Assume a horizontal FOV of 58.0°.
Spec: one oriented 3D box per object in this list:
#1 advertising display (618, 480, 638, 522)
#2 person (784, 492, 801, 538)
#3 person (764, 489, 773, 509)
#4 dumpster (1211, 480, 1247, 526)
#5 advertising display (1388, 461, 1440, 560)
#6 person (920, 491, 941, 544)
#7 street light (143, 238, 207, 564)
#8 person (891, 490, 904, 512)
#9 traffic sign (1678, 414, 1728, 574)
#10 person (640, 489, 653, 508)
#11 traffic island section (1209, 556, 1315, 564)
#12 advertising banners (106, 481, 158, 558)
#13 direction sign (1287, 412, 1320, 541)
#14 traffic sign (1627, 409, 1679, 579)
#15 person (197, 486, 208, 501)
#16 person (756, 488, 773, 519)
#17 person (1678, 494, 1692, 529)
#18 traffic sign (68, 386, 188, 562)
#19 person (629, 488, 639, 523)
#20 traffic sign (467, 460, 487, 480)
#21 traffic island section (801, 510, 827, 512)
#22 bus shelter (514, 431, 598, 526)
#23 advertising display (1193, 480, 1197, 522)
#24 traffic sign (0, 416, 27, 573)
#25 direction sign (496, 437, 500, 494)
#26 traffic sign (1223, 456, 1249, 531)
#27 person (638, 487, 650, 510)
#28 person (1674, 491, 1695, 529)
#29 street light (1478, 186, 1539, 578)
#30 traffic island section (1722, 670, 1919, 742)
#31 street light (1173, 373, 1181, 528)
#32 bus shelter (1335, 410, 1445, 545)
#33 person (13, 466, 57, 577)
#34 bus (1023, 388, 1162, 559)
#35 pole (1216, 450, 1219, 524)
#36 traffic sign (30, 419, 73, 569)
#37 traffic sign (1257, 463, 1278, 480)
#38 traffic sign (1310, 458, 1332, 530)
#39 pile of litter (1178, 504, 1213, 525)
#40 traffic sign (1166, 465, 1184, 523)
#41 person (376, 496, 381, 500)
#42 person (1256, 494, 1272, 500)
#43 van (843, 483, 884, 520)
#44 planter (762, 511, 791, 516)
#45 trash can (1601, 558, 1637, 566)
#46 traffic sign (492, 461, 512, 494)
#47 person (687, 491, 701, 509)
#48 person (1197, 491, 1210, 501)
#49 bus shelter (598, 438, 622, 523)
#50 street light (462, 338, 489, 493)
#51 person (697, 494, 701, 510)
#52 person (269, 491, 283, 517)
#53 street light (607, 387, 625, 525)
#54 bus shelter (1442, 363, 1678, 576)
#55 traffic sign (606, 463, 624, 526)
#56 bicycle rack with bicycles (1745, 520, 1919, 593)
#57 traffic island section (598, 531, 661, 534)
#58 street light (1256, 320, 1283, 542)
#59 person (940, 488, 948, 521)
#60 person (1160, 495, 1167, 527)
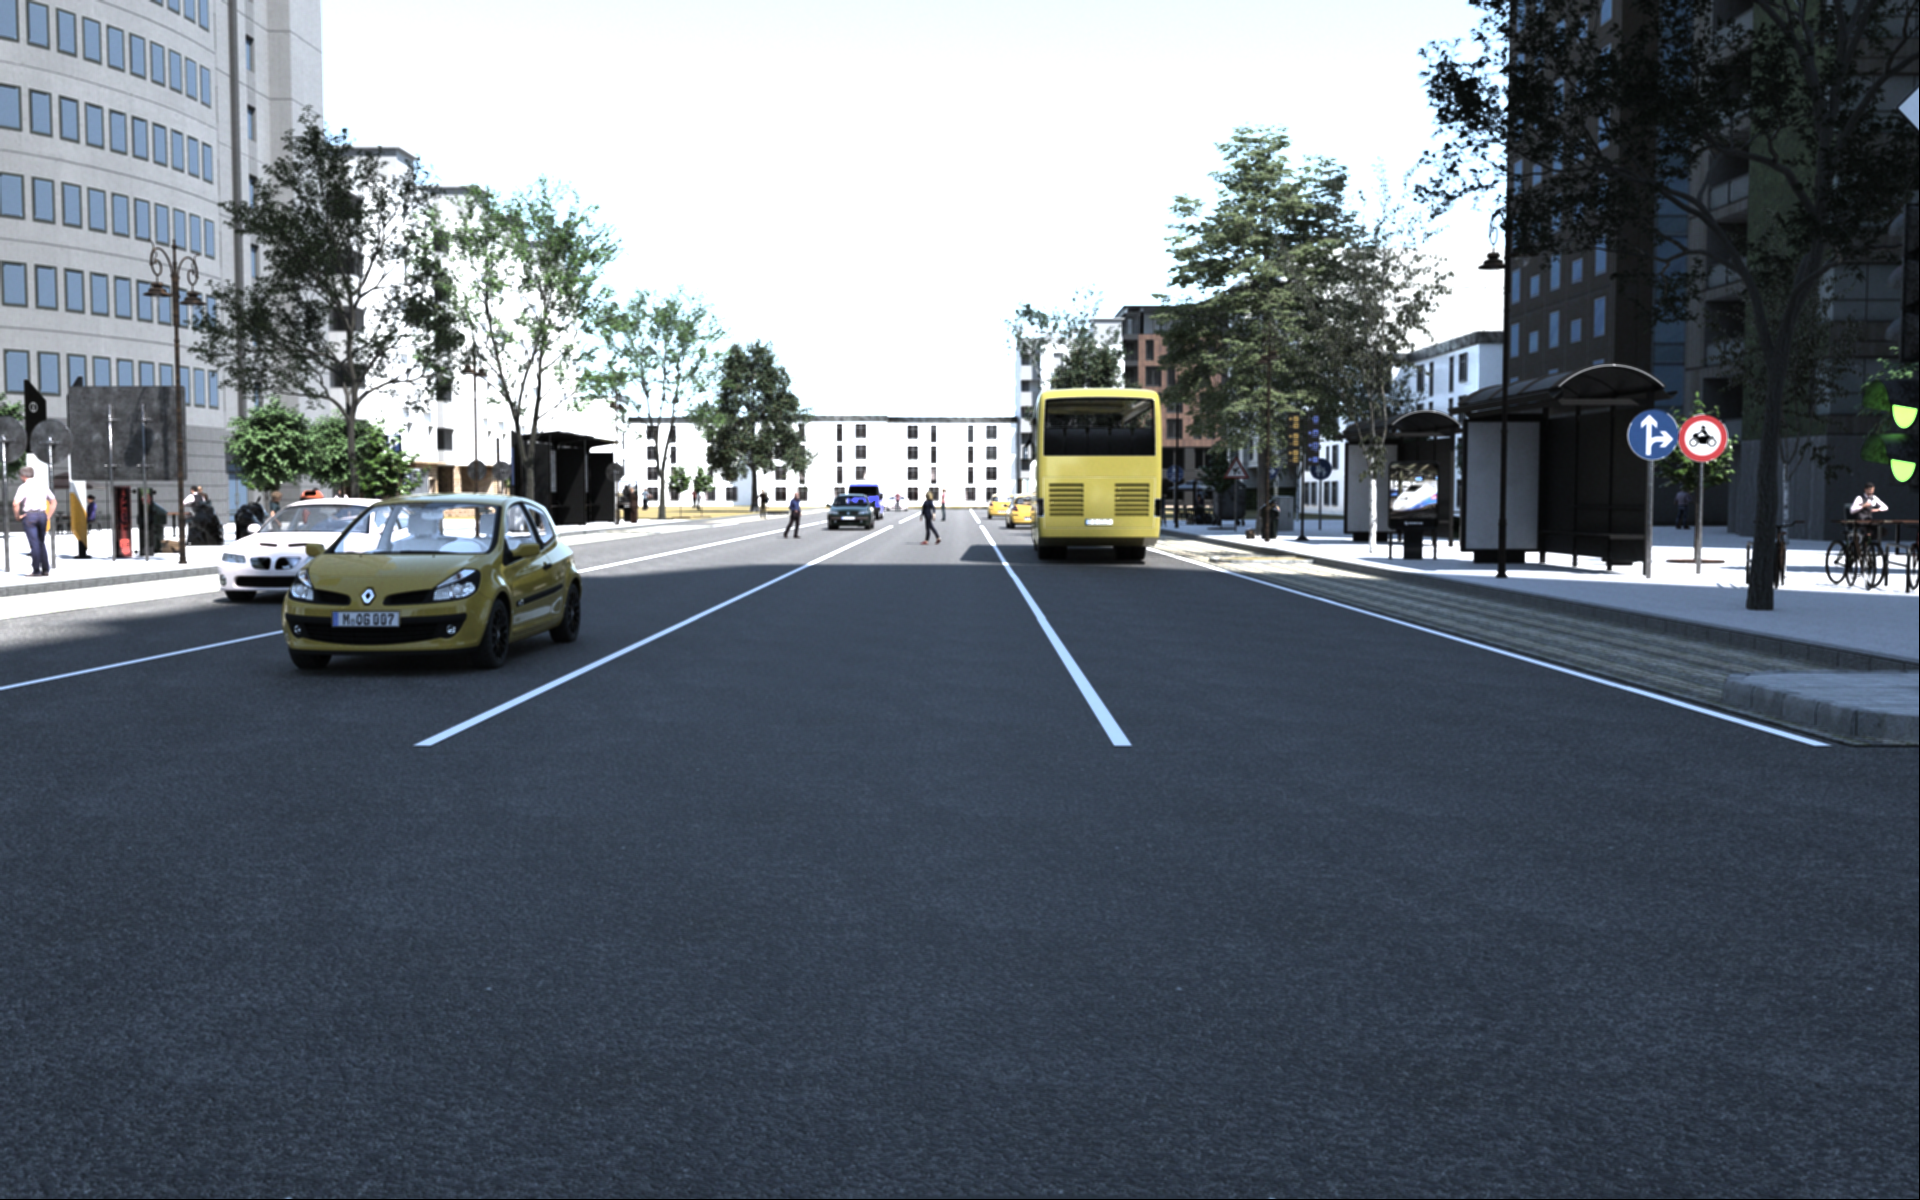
[{"bbox_3d":[-15.301,-4.560,79.774,0.974,1.923,0.123,1,4,8],"label":"advertising display"},{"bbox_3d":[-5.398,-2.769,56.473,0.574,1.496,0.600,-2,4,-25],"label":"person"},{"bbox_3d":[-16.996,-8.890,152.190,1.217,1.735,0.721,0,4,7],"label":"person"},{"bbox_3d":[10.924,-3.946,70.277,1.264,1.857,1.865,0,4,0],"label":"dumpster"},{"bbox_3d":[8.893,-1.758,33.963,0.974,1.923,0.123,1,4,12],"label":"advertising display"},{"bbox_3d":[-0.845,-2.353,49.514,0.480,1.512,0.613,3,5,45],"label":"person"},{"bbox_3d":[-14.247,-3.595,31.574,0.468,5.910,1.993,0,3,0],"label":"street light"},{"bbox_3d":[-5.107,-8.133,142.189,1.217,1.743,0.721,0,4,0],"label":"person"},{"bbox_3d":[11.805,-1.682,27.614,0.768,2.556,0.104,0,4,6],"label":"traffic sign"},{"bbox_3d":[-28.162,-9.101,155.552,1.217,1.736,0.721,-2,4,-26],"label":"person"},{"bbox_3d":[6.272,-0.827,36.389,1.991,0.108,1.994,0,3,0],"label":"traffic island section"},{"bbox_3d":[-16.899,-2.372,34.965,0.090,3.025,2.074,1,4,9],"label":"advertising banners"},{"bbox_3d":[9.456,-3.410,47.758,0.876,3.537,0.379,0,4,2],"label":"direction sign"},{"bbox_3d":[10.403,-1.589,26.093,0.768,2.556,0.104,0,4,1],"label":"traffic sign"},{"bbox_3d":[-26.534,-3.195,60.551,0.482,1.546,0.388,0,4,-8],"label":"person"},{"bbox_3d":[-11.398,-5.604,100.647,1.217,1.766,0.721,2,4,30],"label":"person"},{"bbox_3d":[26.719,-3.410,63.858,0.516,1.574,0.319,-1,4,-8],"label":"person"},{"bbox_3d":[-15.704,-2.374,32.695,2.265,3.308,0.079,0,4,3],"label":"traffic sign"},{"bbox_3d":[-14.307,-4.136,75.940,0.388,1.546,0.482,-2,4,-34],"label":"person"},{"bbox_3d":[-18.065,-3.955,64.764,0.768,2.556,0.104,1,4,9],"label":"traffic sign"},{"bbox_3d":[-11.887,-7.219,140.901,1.991,0.108,1.994,0,3,0],"label":"traffic island section"},{"bbox_3d":[-15.699,-4.649,67.294,1.731,3.624,6.357,0,3,0],"label":"bus shelter"},{"bbox_3d":[10.770,-4.532,79.315,0.123,1.923,0.974,1,4,12],"label":"advertising display"},{"bbox_3d":[-15.504,-1.713,28.117,0.768,2.556,0.104,0,4,5],"label":"traffic sign"},{"bbox_3d":[-18.512,-4.740,69.493,0.379,3.537,0.876,-1,4,-8],"label":"direction sign"},{"bbox_3d":[9.470,-3.638,59.479,0.884,2.594,0.081,0,4,1],"label":"traffic sign"},{"bbox_3d":[-25.154,-8.074,138.046,1.348,1.826,0.705,2,4,31],"label":"person"},{"bbox_3d":[26.311,-3.363,62.982,0.435,1.587,0.963,-3,4,-38],"label":"person"},{"bbox_3d":[8.313,-3.279,26.406,0.468,5.910,1.993,0,3,0],"label":"street light"},{"bbox_3d":[6.268,0.684,11.106,2.009,0.180,2.903,0,3,0],"label":"traffic island section"},{"bbox_3d":[8.280,-5.701,66.000,0.468,5.910,1.993,0,3,0],"label":"street light"},{"bbox_3d":[11.199,-3.086,44.373,2.014,3.302,5.546,0,3,0],"label":"bus shelter"},{"bbox_3d":[-14.316,-1.206,26.701,0.436,1.711,0.756,2,4,29],"label":"person"},{"bbox_3d":[2.970,-3.014,40.820,2.896,3.916,12.252,0,4,2],"label":"bus"},{"bbox_3d":[11.084,-4.920,74.291,0.158,3.312,0.155,0,3,0],"label":"pole"},{"bbox_3d":[-15.442,-1.794,29.435,0.768,2.556,0.104,0,4,5],"label":"traffic sign"},{"bbox_3d":[11.187,-3.849,63.031,0.768,2.556,0.104,0,4,7],"label":"traffic sign"},{"bbox_3d":[12.858,-3.773,61.788,0.768,2.556,0.104,0,4,4],"label":"traffic sign"},{"bbox_3d":[10.034,-3.612,73.020,1.719,0.858,1.176,1,4,15],"label":"pile of litter"},{"bbox_3d":[9.455,-4.656,76.225,0.768,2.556,0.104,0,4,7],"label":"traffic sign"},{"bbox_3d":[-19.896,-3.207,58.920,0.683,1.767,0.568,1,4,15],"label":"person"},{"bbox_3d":[18.698,-6.080,106.164,1.217,1.736,0.721,-1,4,-20],"label":"person"},{"bbox_3d":[-5.367,-5.714,97.804,2.240,2.365,5.245,0,4,0],"label":"van"},{"bbox_3d":[-11.907,-5.656,113.612,1.991,0.319,1.994,0,3,0],"label":"planter"},{"bbox_3d":[11.905,-1.197,31.229,0.748,1.137,0.748,0,3,0],"label":"trash can"},{"bbox_3d":[-17.654,-4.076,66.750,0.768,2.556,0.104,0,4,2],"label":"traffic sign"},{"bbox_3d":[-23.586,-9.046,153.904,1.348,1.831,0.705,0,4,6],"label":"person"},{"bbox_3d":[20.636,-8.660,147.614,1.348,1.826,0.705,0,4,-6],"label":"person"},{"bbox_3d":[-16.022,-5.106,74.762,1.731,3.624,6.357,0,3,0],"label":"bus shelter"},{"bbox_3d":[-14.348,-4.803,51.315,0.468,5.910,1.993,0,3,0],"label":"street light"},{"bbox_3d":[-20.924,-8.128,138.917,0.705,1.826,1.348,-1,4,-13],"label":"person"},{"bbox_3d":[-14.313,-1.615,36.360,0.340,1.345,0.435,-2,4,-29],"label":"person"},{"bbox_3d":[-14.181,-6.043,71.592,0.468,5.910,1.993,0,3,0],"label":"street light"},{"bbox_3d":[10.091,-2.182,29.593,2.014,3.302,5.546,0,3,0],"label":"bus shelter"},{"bbox_3d":[-14.002,-4.290,70.242,0.768,2.556,0.104,0,4,7],"label":"traffic sign"},{"bbox_3d":[11.934,-0.628,23.649,2.852,0.926,2.925,1,4,21],"label":"bicycle rack with bicycles"},{"bbox_3d":[-11.927,-2.444,62.832,1.991,0.108,1.994,0,3,0],"label":"traffic island section"},{"bbox_3d":[8.233,-4.494,46.259,0.468,5.910,1.993,0,3,0],"label":"street light"},{"bbox_3d":[-0.965,-5.127,93.040,0.721,1.743,1.217,0,4,2],"label":"person"},{"bbox_3d":[7.990,-3.576,68.421,0.435,1.345,0.340,1,4,12],"label":"person"}]
